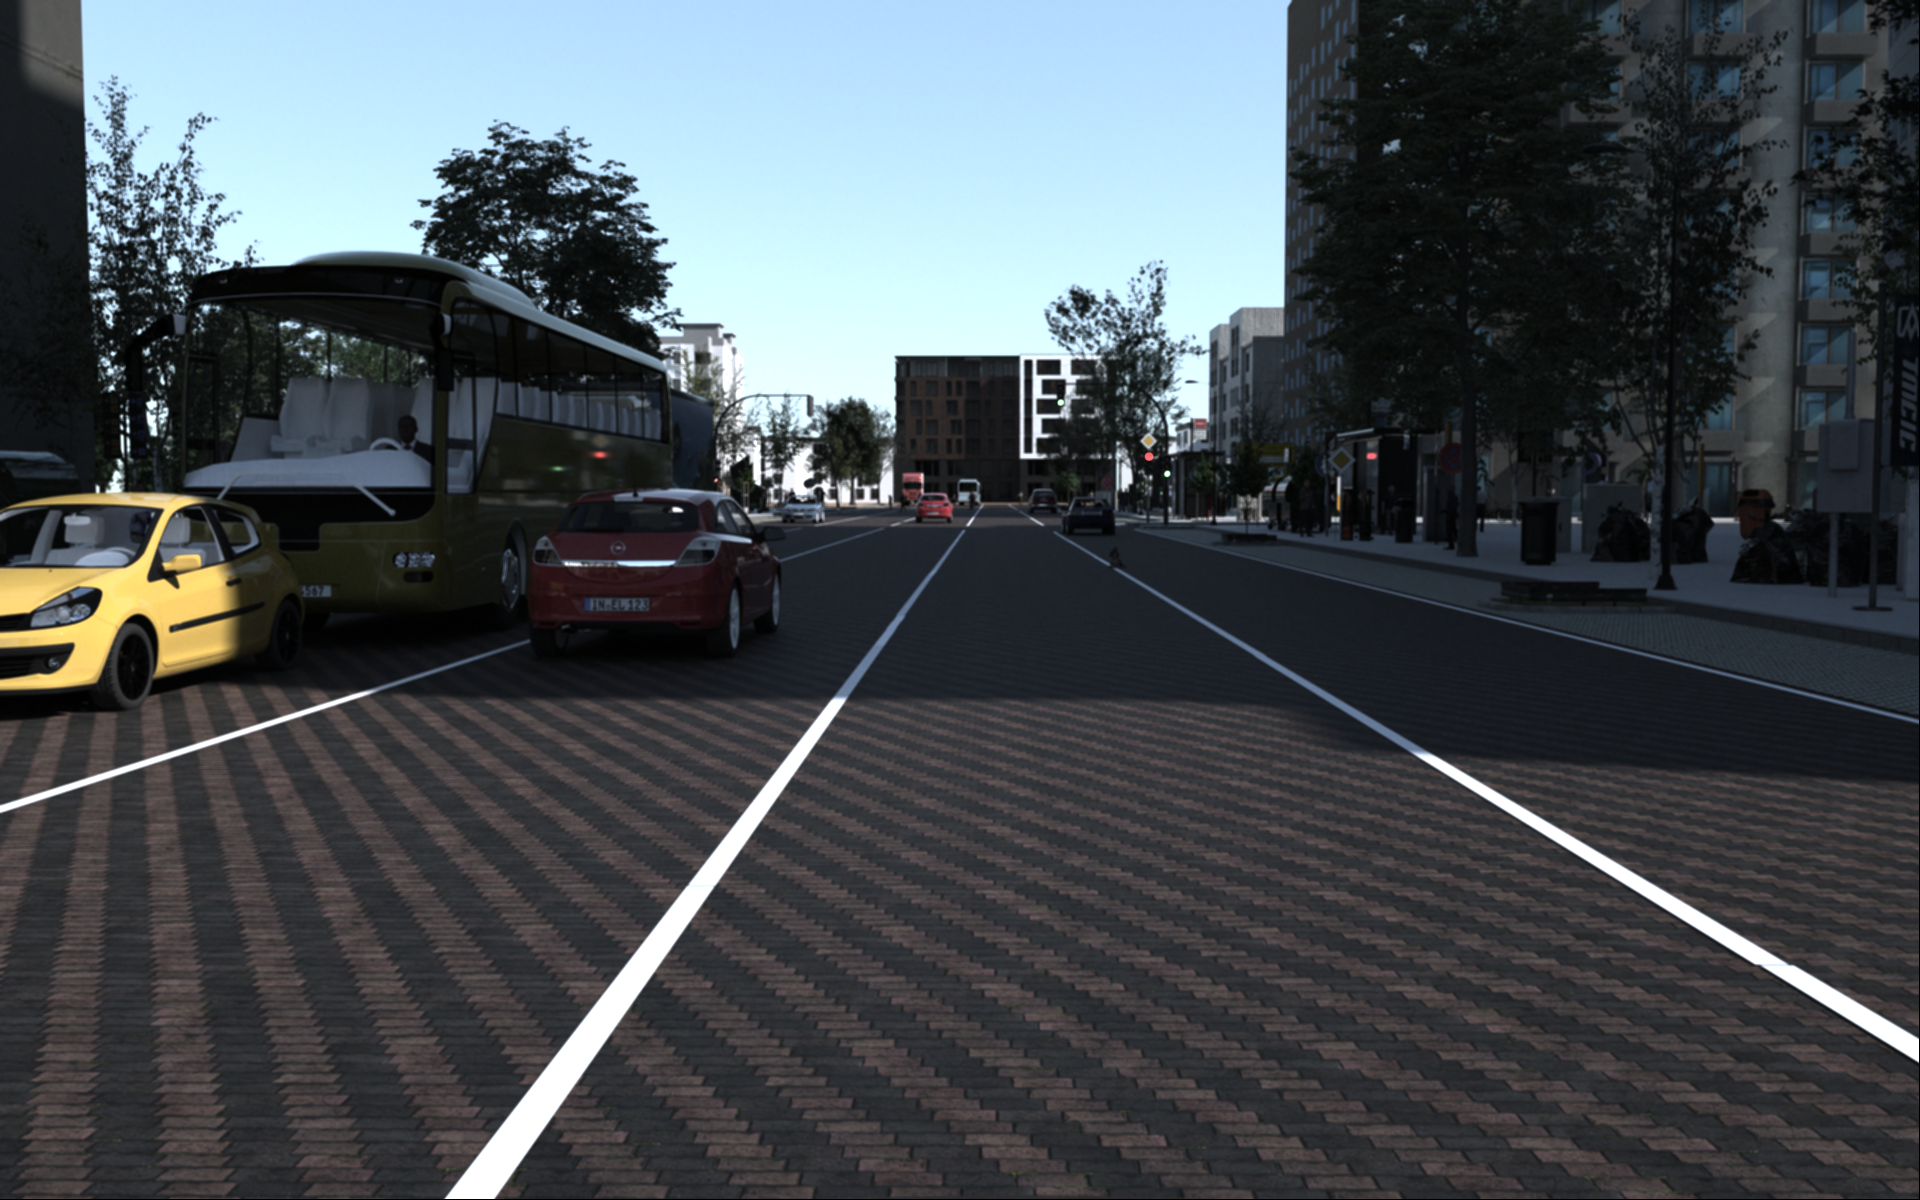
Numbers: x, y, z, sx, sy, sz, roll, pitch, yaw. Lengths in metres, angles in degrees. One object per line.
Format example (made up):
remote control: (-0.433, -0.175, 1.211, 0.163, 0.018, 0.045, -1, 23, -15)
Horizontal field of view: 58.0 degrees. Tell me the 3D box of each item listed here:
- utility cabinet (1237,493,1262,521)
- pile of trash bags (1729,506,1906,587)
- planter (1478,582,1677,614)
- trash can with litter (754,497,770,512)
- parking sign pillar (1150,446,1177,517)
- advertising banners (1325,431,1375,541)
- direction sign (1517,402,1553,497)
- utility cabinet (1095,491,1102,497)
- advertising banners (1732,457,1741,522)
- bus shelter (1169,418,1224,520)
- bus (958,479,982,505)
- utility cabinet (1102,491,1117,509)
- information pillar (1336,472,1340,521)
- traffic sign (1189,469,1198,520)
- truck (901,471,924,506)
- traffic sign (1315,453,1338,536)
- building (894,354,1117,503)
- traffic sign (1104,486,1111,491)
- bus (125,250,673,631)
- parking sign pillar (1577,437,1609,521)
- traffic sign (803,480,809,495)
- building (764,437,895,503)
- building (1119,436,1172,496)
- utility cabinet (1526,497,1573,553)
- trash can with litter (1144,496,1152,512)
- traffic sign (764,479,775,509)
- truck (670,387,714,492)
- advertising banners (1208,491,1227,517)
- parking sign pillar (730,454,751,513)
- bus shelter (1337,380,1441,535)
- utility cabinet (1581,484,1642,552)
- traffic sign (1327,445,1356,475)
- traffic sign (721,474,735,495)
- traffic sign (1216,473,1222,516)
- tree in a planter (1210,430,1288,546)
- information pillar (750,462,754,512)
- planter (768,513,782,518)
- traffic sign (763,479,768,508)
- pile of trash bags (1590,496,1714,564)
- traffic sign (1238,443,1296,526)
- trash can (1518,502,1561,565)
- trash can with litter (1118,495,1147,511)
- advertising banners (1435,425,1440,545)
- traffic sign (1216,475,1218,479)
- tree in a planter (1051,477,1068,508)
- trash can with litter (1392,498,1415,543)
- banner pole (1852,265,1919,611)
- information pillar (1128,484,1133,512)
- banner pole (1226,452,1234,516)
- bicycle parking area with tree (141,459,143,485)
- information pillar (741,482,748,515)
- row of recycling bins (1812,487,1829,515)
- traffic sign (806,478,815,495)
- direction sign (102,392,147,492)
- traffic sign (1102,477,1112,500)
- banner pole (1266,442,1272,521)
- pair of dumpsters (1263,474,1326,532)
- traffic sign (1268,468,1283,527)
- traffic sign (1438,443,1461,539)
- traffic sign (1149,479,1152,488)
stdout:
utility cabinet: (13.790, -4.517, 82.538, 1.173, 1.500, 0.318, -1, 4, -18)
pile of trash bags: (13.032, -0.940, 25.117, 3.447, 1.369, 1.912, -2, 4, -24)
planter: (7.566, -0.029, 21.608, 1.991, 0.319, 1.994, 0, 4, 1)
trash can with litter: (-14.063, -6.888, 123.998, 0.624, 1.170, 1.055, 1, 4, 18)
parking sign pillar: (12.069, -7.042, 103.611, 1.447, 3.967, 1.447, -2, 4, -33)
advertising banners: (10.731, -3.160, 47.859, 0.090, 3.025, 2.074, -2, 4, -27)
direction sign: (14.239, -3.115, 42.929, 0.876, 3.537, 0.379, 3, 5, 40)
utility cabinet: (11.961, -8.397, 145.968, 1.173, 1.500, 0.318, 2, 4, 32)
advertising banners: (36.501, -5.213, 81.414, 0.090, 3.025, 2.074, 1, 4, 13)
bus shelter: (11.963, -6.830, 89.303, 2.179, 5.291, 8.768, 0, 4, 1)
bus: (1.225, -13.985, 223.514, 2.948, 3.499, 13.247, 0, 4, 2)
utility cabinet: (12.507, -8.255, 143.644, 0.318, 1.500, 1.173, -3, 5, -42)
information pillar: (18.291, -5.602, 82.951, 0.504, 3.616, 0.183, -1, 4, -18)
traffic sign: (11.609, -5.178, 84.758, 0.768, 2.556, 0.104, 1, 4, 10)
truck: (-5.822, -13.839, 215.180, 2.839, 4.237, 11.283, 0, 4, -1)
traffic sign: (11.129, -3.201, 52.450, 0.768, 2.556, 0.104, 0, 4, 5)
building: (6.781, -25.809, 265.949, 32.646, 21.610, 27.936, 0, 4, 1)
traffic sign: (12.693, -9.035, 147.719, 0.884, 2.594, 0.081, 1, 4, 10)
bus: (-5.873, -1.825, 21.381, 2.896, 3.916, 12.252, 0, 4, 1)
parking sign pillar: (29.795, -5.678, 81.308, 1.447, 3.967, 1.447, -2, 4, -23)
traffic sign: (-13.332, -9.262, 151.539, 0.768, 2.556, 0.104, 0, 4, 5)
building: (-23.745, -19.265, 257.130, 28.070, 9.664, 9.099, 0, 4, 1)
building: (37.434, -19.207, 256.178, 28.070, 9.664, 9.099, 0, 4, 1)
utility cabinet: (12.967, -1.650, 38.132, 1.020, 1.237, 0.306, -1, 4, -20)
trash can with litter: (13.985, -7.064, 126.876, 0.624, 1.170, 1.055, 3, 5, 43)
traffic sign: (-15.812, -8.780, 143.550, 0.884, 2.594, 0.081, 0, 4, 3)
truck: (-8.739, -3.487, 45.931, 2.839, 4.237, 11.283, 0, 4, 2)
advertising banners: (14.041, -6.222, 97.912, 2.074, 3.025, 0.090, 1, 4, 14)
parking sign pillar: (-14.905, -7.875, 117.234, 1.447, 3.967, 1.447, -1, 4, -18)
bus shelter: (14.095, -4.953, 58.608, 2.179, 5.291, 8.768, 0, 4, 1)
utility cabinet: (14.123, -1.765, 37.534, 1.173, 1.500, 0.318, 0, 4, 1)
traffic sign: (10.268, -2.866, 46.584, 0.795, 2.593, 0.064, 0, 4, 3)
traffic sign: (-13.937, -6.355, 103.901, 0.884, 2.594, 0.081, 0, 4, 6)
traffic sign: (15.314, -6.315, 103.356, 0.768, 2.556, 0.104, 0, 4, 4)
tree in a planter: (8.045, -3.134, 48.458, 1.991, 3.239, 1.994, 0, 4, 1)
information pillar: (-15.365, -8.307, 127.176, 0.183, 3.616, 0.504, 2, 4, 31)
planter: (-10.435, -5.070, 104.036, 1.991, 0.319, 1.994, 0, 4, 1)
traffic sign: (-16.157, -8.880, 145.287, 0.768, 2.556, 0.104, 0, 4, 6)
pile of trash bags: (13.472, -1.375, 32.240, 1.912, 1.369, 3.447, -2, 4, -35)
traffic sign: (12.115, -4.562, 68.460, 2.265, 3.308, 0.079, 0, 4, 2)
trash can: (10.479, -1.206, 31.364, 0.748, 1.137, 0.748, 0, 3, 0)
trash can with litter: (13.492, -7.796, 138.526, 2.233, 1.210, 1.678, 2, 4, 34)
advertising banners: (12.165, -2.933, 44.150, 0.090, 3.025, 2.074, 1, 4, 18)
traffic sign: (14.962, -6.247, 101.864, 0.795, 2.593, 0.064, 1, 4, 10)
tree in a planter: (10.406, -11.229, 180.817, 1.991, 3.239, 1.994, 0, 4, 1)
trash can with litter: (11.659, -2.103, 45.777, 0.624, 1.170, 1.055, 0, 4, 6)
banner pole: (10.310, -1.777, 19.079, 0.863, 3.779, 0.401, -1, 4, -13)
information pillar: (12.566, -7.523, 127.490, 0.304, 2.012, 0.304, -1, 4, -12)
banner pole: (15.535, -6.701, 99.578, 0.401, 3.779, 0.863, 3, 5, 44)
bicycle parking area with tree: (-56.735, -7.848, 115.316, 9.016, 4.147, 8.231, 3, 5, 39)
information pillar: (-13.286, -6.271, 107.027, 0.304, 2.012, 0.304, -3, 5, -42)
row of recycling bins: (40.571, -4.499, 80.673, 1.069, 1.692, 3.534, 1, 4, 10)
traffic sign: (-11.886, -8.426, 137.868, 0.768, 2.556, 0.104, 0, 4, 4)
direction sign: (-18.580, -2.850, 38.594, 0.876, 3.537, 0.379, -2, 4, -35)
traffic sign: (11.246, -8.096, 132.482, 0.768, 2.556, 0.104, 0, 4, 4)
banner pole: (14.957, -5.666, 82.656, 0.401, 3.779, 0.863, 3, 5, 44)
pair of dumpsters: (11.706, -3.542, 60.412, 1.574, 2.255, 4.437, 0, 4, 1)
traffic sign: (12.083, -3.929, 66.364, 0.606, 2.300, 0.079, 0, 4, 5)
traffic sign: (12.248, -2.627, 43.057, 0.768, 2.556, 0.104, 0, 4, 2)
traffic sign: (16.623, -9.221, 150.488, 0.795, 2.593, 0.064, 0, 4, 2)
